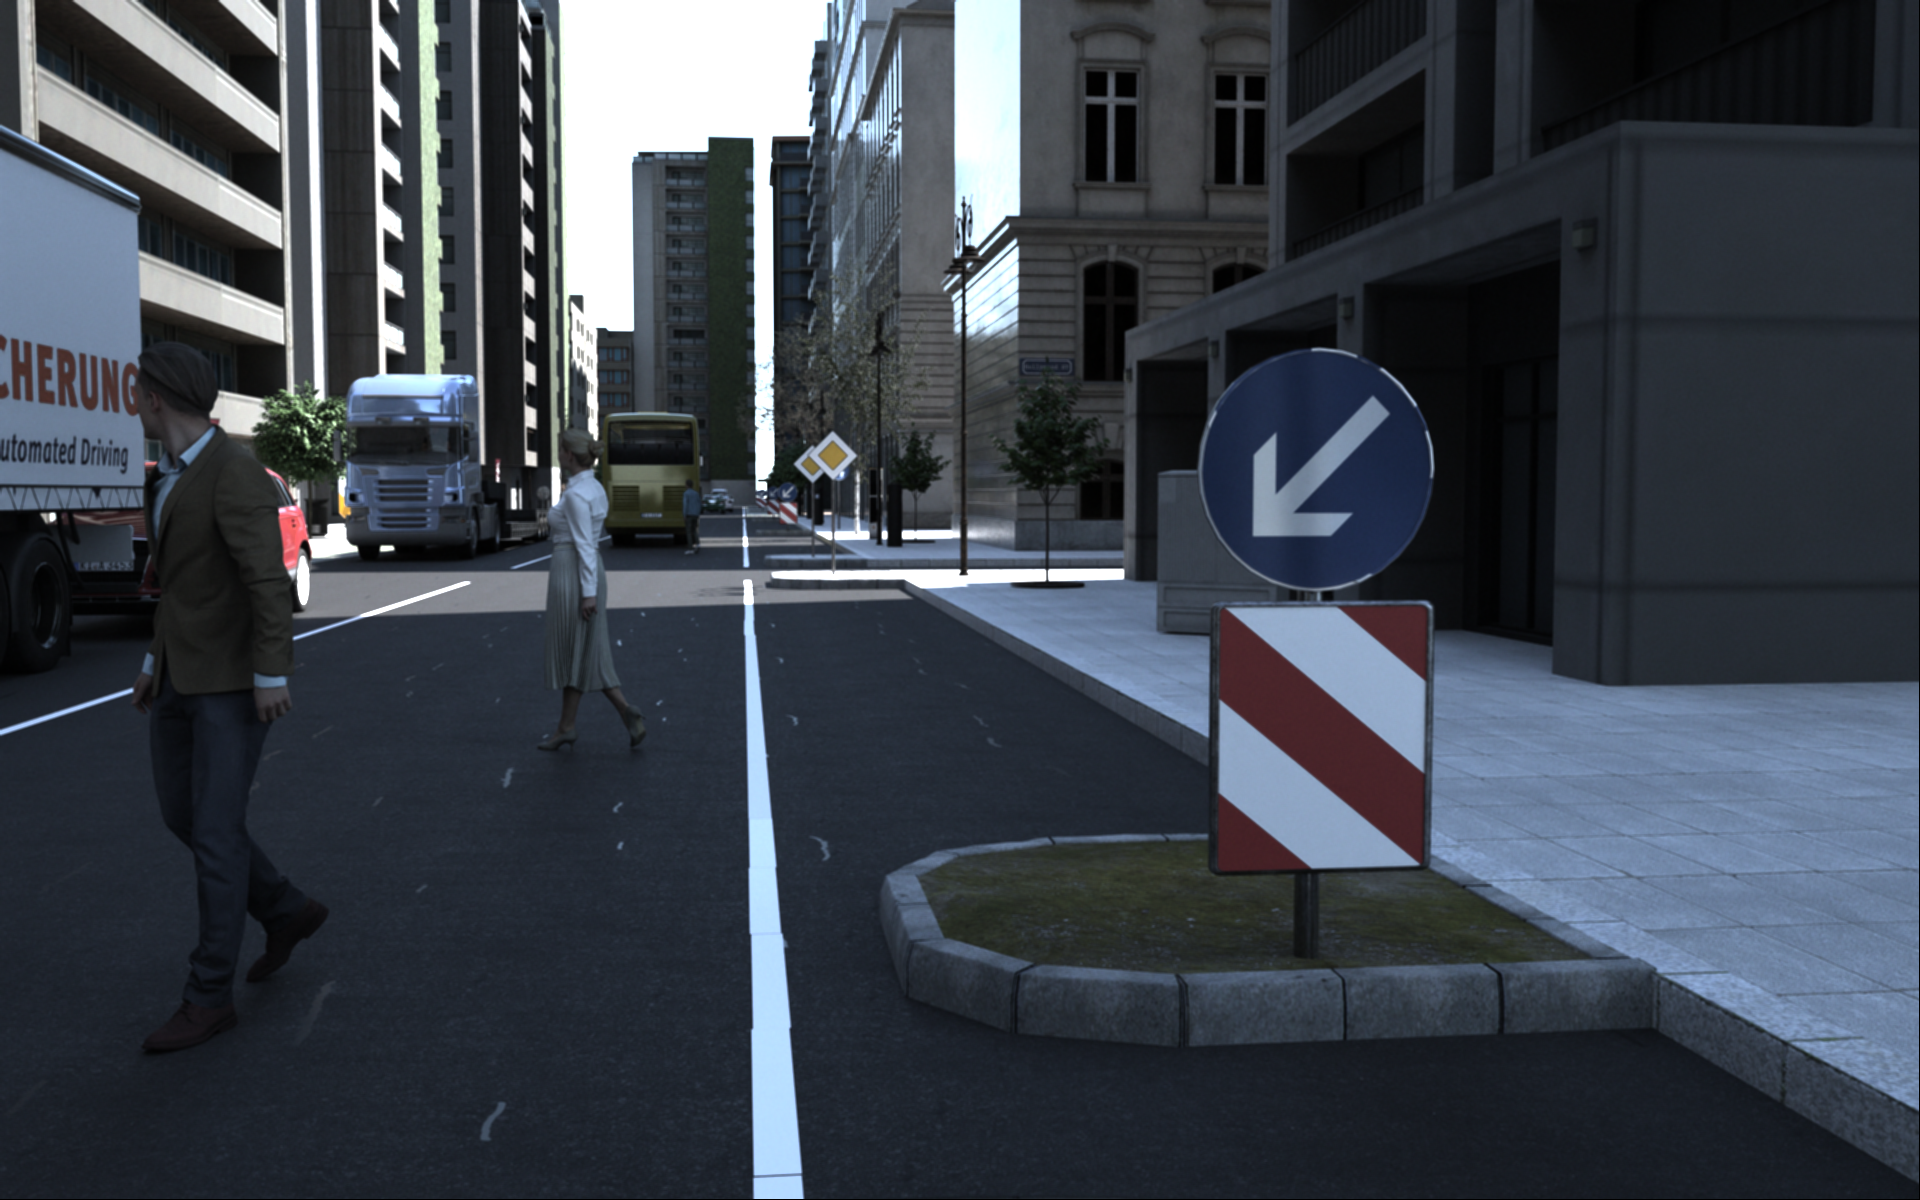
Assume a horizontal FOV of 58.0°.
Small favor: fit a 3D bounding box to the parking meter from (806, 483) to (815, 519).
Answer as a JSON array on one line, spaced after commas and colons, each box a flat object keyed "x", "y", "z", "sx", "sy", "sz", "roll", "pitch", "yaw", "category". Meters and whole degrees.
[{"x": -7.706, "y": -5.119, "z": 89.400, "sx": 0.399, "sy": 1.863, "sz": 0.255, "roll": -3, "pitch": 5, "yaw": -42, "category": "parking meter"}]

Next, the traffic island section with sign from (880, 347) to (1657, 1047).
[{"x": 0.771, "y": 0.194, "z": 5.464, "sx": 1.989, "sy": 1.847, "sz": 2.006, "roll": 0, "pitch": 4, "yaw": -7, "category": "traffic island section with sign"}]

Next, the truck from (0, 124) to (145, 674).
[{"x": -8.068, "y": -1.316, "z": 10.433, "sx": 2.839, "sy": 4.237, "sz": 11.283, "roll": 0, "pitch": 4, "yaw": -7, "category": "truck"}]

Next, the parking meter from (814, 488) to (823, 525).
[{"x": -5.836, "y": -3.846, "z": 71.288, "sx": 0.372, "sy": 1.533, "sz": 0.369, "roll": 0, "pitch": 3, "yaw": 0, "category": "parking meter"}]

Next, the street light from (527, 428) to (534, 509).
[{"x": -24.736, "y": -7.747, "z": 99.446, "sx": 0.468, "sy": 5.910, "sz": 1.993, "roll": 0, "pitch": 4, "yaw": -7, "category": "street light"}]

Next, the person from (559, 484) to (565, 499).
[{"x": -16.177, "y": -3.831, "z": 70.912, "sx": 0.659, "sy": 1.850, "sz": 0.755, "roll": 1, "pitch": 4, "yaw": 22, "category": "person"}]

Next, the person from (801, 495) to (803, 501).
[{"x": -17.159, "y": -11.075, "z": 190.520, "sx": 0.436, "sy": 1.711, "sz": 0.756, "roll": 2, "pitch": 4, "yaw": 32, "category": "person"}]

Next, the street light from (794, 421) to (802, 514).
[{"x": -10.234, "y": -8.338, "z": 109.117, "sx": 0.468, "sy": 5.910, "sz": 1.993, "roll": 0, "pitch": 4, "yaw": -7, "category": "street light"}]

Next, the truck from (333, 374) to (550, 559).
[{"x": -12.830, "y": -3.372, "z": 44.889, "sx": 2.967, "sy": 4.110, "sz": 18.799, "roll": 0, "pitch": 4, "yaw": -8, "category": "truck"}]

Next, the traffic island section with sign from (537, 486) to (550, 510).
[{"x": -20.742, "y": -4.757, "z": 86.406, "sx": 1.989, "sy": 1.847, "sz": 2.006, "roll": 0, "pitch": 4, "yaw": -7, "category": "traffic island section with sign"}]

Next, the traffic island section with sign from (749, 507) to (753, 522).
[{"x": -9.584, "y": -4.852, "z": 87.966, "sx": 1.989, "sy": 1.847, "sz": 2.006, "roll": 0, "pitch": 4, "yaw": -7, "category": "traffic island section with sign"}]

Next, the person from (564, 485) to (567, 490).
[{"x": -15.827, "y": -3.719, "z": 69.505, "sx": 0.583, "sy": 1.804, "sz": 0.606, "roll": -3, "pitch": 5, "yaw": -41, "category": "person"}]

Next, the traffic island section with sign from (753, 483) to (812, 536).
[{"x": -6.115, "y": -3.163, "z": 60.343, "sx": 1.989, "sy": 1.847, "sz": 2.006, "roll": 0, "pitch": 4, "yaw": -7, "category": "traffic island section with sign"}]

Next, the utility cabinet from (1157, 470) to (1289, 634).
[{"x": 2.375, "y": -0.428, "z": 15.683, "sx": 1.173, "sy": 1.500, "sz": 0.318, "roll": 2, "pitch": 4, "yaw": 33, "category": "utility cabinet"}]

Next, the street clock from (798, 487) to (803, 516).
[{"x": -9.525, "y": -6.036, "z": 103.254, "sx": 0.471, "sy": 2.002, "sz": 0.358, "roll": 0, "pitch": 4, "yaw": -1, "category": "street clock"}]

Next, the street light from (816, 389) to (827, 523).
[{"x": -6.071, "y": -6.331, "z": 76.307, "sx": 0.468, "sy": 5.910, "sz": 1.993, "roll": 0, "pitch": 4, "yaw": -7, "category": "street light"}]

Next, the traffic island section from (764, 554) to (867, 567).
[{"x": -2.975, "y": -0.798, "z": 35.328, "sx": 2.009, "sy": 0.180, "sz": 2.903, "roll": 0, "pitch": 4, "yaw": -7, "category": "traffic island section"}]

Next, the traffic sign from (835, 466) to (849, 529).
[{"x": -4.396, "y": -3.839, "z": 62.877, "sx": 0.768, "sy": 2.556, "sz": 0.104, "roll": 0, "pitch": 4, "yaw": -5, "category": "traffic sign"}]

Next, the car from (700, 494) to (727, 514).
[{"x": -17.979, "y": -6.972, "z": 125.793, "sx": 2.131, "sy": 1.459, "sz": 4.920, "roll": -1, "pitch": 4, "yaw": -9, "category": "car"}]

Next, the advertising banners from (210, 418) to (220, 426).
[{"x": -17.534, "y": -2.633, "z": 39.231, "sx": 0.090, "sy": 3.025, "sz": 2.074, "roll": 1, "pitch": 4, "yaw": 23, "category": "advertising banners"}]

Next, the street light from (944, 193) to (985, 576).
[{"x": 0.061, "y": -3.317, "z": 27.014, "sx": 0.468, "sy": 5.910, "sz": 1.993, "roll": 0, "pitch": 4, "yaw": -7, "category": "street light"}]

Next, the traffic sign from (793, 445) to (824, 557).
[{"x": -2.997, "y": -1.933, "z": 35.248, "sx": 0.795, "sy": 2.450, "sz": 0.064, "roll": 0, "pitch": 4, "yaw": -7, "category": "traffic sign"}]

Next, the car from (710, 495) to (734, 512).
[{"x": -19.103, "y": -7.714, "z": 138.483, "sx": 2.083, "sy": 1.381, "sz": 4.827, "roll": -1, "pitch": 4, "yaw": -8, "category": "car"}]

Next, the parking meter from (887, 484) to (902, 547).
[{"x": -1.591, "y": -2.065, "z": 42.179, "sx": 0.372, "sy": 1.533, "sz": 0.369, "roll": 0, "pitch": 3, "yaw": 0, "category": "parking meter"}]

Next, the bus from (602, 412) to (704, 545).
[{"x": -9.079, "y": -3.679, "z": 51.704, "sx": 2.896, "sy": 3.916, "sz": 12.252, "roll": -1, "pitch": 4, "yaw": -9, "category": "bus"}]

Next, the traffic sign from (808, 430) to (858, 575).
[{"x": -2.003, "y": -1.448, "z": 27.325, "sx": 0.795, "sy": 2.450, "sz": 0.064, "roll": 0, "pitch": 4, "yaw": -7, "category": "traffic sign"}]

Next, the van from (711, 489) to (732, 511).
[{"x": -20.797, "y": -8.749, "z": 150.052, "sx": 2.013, "sy": 2.044, "sz": 4.112, "roll": 0, "pitch": 4, "yaw": -6, "category": "van"}]

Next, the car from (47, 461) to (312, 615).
[{"x": -8.734, "y": -0.656, "z": 19.406, "sx": 2.281, "sy": 1.827, "sz": 5.304, "roll": -1, "pitch": 4, "yaw": -9, "category": "car"}]

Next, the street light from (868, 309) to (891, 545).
[{"x": -2.032, "y": -4.324, "z": 43.482, "sx": 0.468, "sy": 5.910, "sz": 1.993, "roll": 0, "pitch": 4, "yaw": -7, "category": "street light"}]

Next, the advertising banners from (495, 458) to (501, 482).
[{"x": -22.844, "y": -5.388, "z": 84.282, "sx": 0.090, "sy": 3.025, "sz": 2.074, "roll": 1, "pitch": 4, "yaw": 14, "category": "advertising banners"}]

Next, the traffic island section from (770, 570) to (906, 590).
[{"x": -1.981, "y": -0.313, "z": 27.405, "sx": 2.009, "sy": 0.180, "sz": 2.903, "roll": 0, "pitch": 4, "yaw": -7, "category": "traffic island section"}]
